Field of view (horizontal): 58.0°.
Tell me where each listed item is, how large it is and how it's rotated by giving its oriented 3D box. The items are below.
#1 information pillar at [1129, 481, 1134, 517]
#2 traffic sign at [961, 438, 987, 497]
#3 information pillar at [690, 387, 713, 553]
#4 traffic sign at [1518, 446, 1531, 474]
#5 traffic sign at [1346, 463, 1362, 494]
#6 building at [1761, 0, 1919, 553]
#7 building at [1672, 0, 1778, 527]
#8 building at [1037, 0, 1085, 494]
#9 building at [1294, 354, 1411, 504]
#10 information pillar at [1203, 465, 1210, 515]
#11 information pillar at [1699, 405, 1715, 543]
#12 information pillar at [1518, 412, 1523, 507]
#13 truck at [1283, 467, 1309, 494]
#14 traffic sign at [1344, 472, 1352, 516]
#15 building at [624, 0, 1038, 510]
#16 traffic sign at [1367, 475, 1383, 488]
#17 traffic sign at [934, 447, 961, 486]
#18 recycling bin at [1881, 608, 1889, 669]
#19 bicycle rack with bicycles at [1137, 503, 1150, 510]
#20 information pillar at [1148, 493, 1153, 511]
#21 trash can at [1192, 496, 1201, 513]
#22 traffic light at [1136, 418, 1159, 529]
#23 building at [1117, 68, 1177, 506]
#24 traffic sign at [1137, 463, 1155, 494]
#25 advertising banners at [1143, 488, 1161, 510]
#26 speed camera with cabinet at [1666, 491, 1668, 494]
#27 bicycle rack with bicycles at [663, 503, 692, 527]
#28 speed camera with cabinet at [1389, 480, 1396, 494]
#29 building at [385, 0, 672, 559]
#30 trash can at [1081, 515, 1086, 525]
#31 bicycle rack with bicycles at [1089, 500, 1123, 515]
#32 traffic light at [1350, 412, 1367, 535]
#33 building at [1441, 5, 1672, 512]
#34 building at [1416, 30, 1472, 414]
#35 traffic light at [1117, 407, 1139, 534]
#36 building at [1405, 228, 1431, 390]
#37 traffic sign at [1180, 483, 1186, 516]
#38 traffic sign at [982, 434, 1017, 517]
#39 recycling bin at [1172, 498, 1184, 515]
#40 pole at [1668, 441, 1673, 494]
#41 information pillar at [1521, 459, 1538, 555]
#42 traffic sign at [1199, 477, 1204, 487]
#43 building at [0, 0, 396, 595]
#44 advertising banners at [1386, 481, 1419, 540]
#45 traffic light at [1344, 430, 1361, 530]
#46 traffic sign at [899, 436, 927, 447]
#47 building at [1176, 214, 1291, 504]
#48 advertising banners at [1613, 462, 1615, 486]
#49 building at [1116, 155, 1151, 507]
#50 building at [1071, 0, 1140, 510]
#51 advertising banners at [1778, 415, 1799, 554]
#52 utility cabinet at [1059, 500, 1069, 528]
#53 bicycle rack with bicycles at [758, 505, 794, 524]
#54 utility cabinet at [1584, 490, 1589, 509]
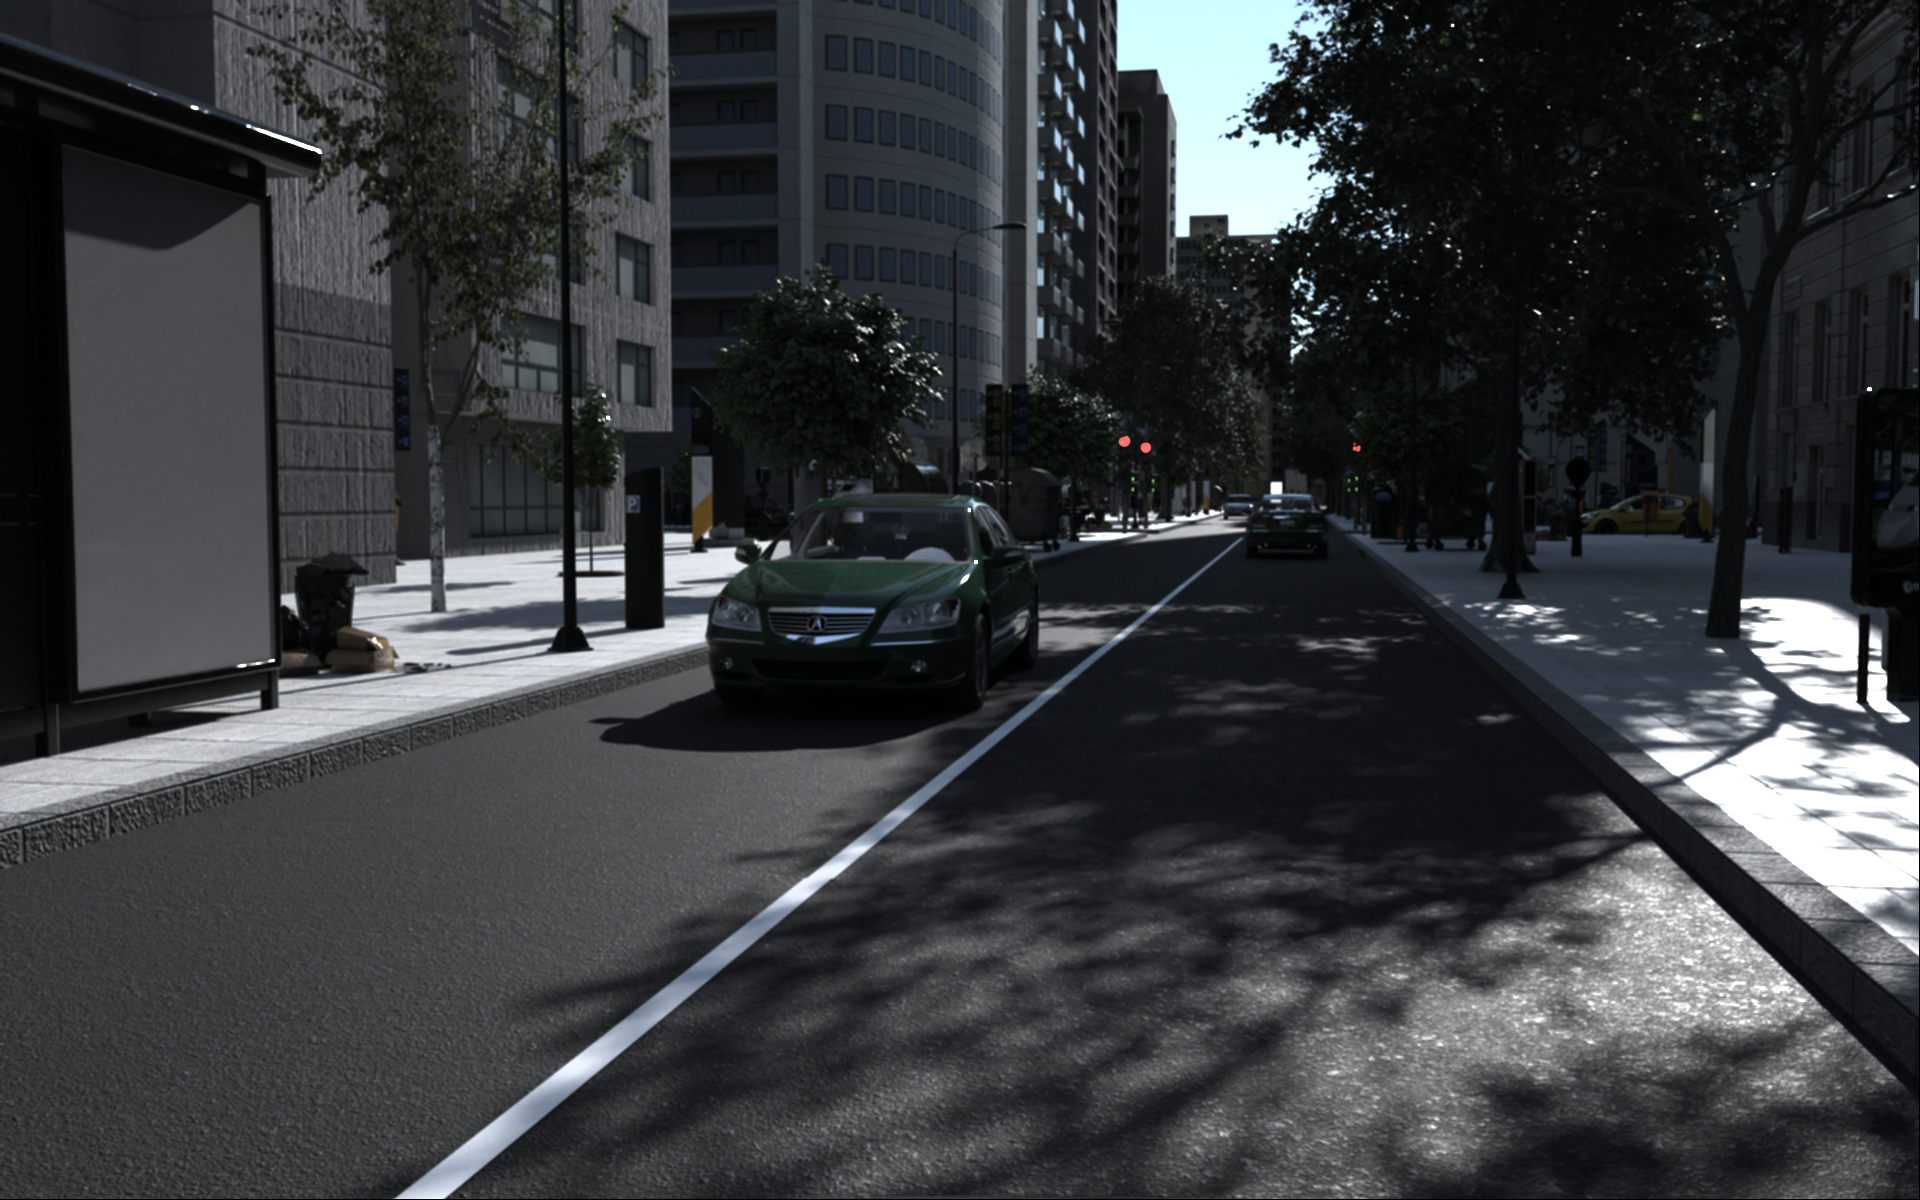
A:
[{"bbox_3d":[9.585,-5.655,96.951,0.304,2.012,0.304,-1,4,-19],"label":"information pillar"},{"bbox_3d":[0.323,-2.416,39.615,0.768,2.556,0.104,1,4,19],"label":"traffic sign"},{"bbox_3d":[-5.665,-2.850,37.948,0.504,3.616,0.183,1,4,23],"label":"information pillar"},{"bbox_3d":[12.838,-2.377,40.053,0.795,2.450,0.064,1,4,19],"label":"traffic sign"},{"bbox_3d":[15.750,-4.215,69.018,0.768,2.556,0.104,1,4,14],"label":"traffic sign"},{"bbox_3d":[23.685,-14.261,30.429,12.463,27.353,25.104,1,4,11],"label":"building"},{"bbox_3d":[42.900,-27.525,73.730,21.600,48.544,21.300,1,4,11],"label":"building"},{"bbox_3d":[-3.122,-30.876,124.437,23.786,49.044,30.456,1,4,11],"label":"building"},{"bbox_3d":[60.382,-23.997,237.384,28.899,21.520,27.650,1,4,11],"label":"building"},{"bbox_3d":[15.082,-7.005,105.889,0.504,3.616,0.183,-3,5,-42],"label":"information pillar"},{"bbox_3d":[19.694,-3.321,45.646,0.504,3.616,0.183,-2,4,-33],"label":"information pillar"},{"bbox_3d":[13.333,-3.083,41.765,0.504,3.616,0.183,-2,4,-27],"label":"information pillar"},{"bbox_3d":[35.767,-11.957,184.417,2.839,4.237,11.283,1,4,11],"label":"truck"},{"bbox_3d":[20.495,-5.547,90.796,0.768,2.556,0.104,1,4,16],"label":"traffic sign"},{"bbox_3d":[-8.523,-33.348,87.234,21.231,58.520,28.212,1,4,11],"label":"building"},{"bbox_3d":[15.423,-3.926,64.196,0.884,2.594,0.081,1,4,15],"label":"traffic sign"},{"bbox_3d":[-0.276,-2.156,37.376,0.606,2.300,0.079,1,4,19],"label":"traffic sign"},{"bbox_3d":[7.237,-0.001,12.576,0.722,1.027,0.722,-2,4,-30],"label":"recycling bin"},{"bbox_3d":[12.556,-6.876,125.800,2.925,0.926,2.852,-2,4,-26],"label":"bicycle rack with bicycles"},{"bbox_3d":[14.027,-8.353,127.931,0.504,3.616,0.183,1,4,13],"label":"information pillar"},{"bbox_3d":[15.885,-6.426,116.718,0.748,1.137,0.748,0,3,0],"label":"trash can"},{"bbox_3d":[6.872,-4.576,63.740,0.839,4.253,0.868,1,4,11],"label":"traffic light"},{"bbox_3d":[13.248,-35.064,196.989,21.600,48.544,21.300,1,4,11],"label":"building"},{"bbox_3d":[7.227,-4.129,67.608,0.768,2.556,0.104,1,4,15],"label":"traffic sign"},{"bbox_3d":[15.344,-8.626,137.229,2.074,3.025,0.090,-1,4,-23],"label":"advertising banners"},{"bbox_3d":[43.368,-6.719,104.197,2.038,3.252,0.660,0,4,7],"label":"speed camera with cabinet"},{"bbox_3d":[-11.885,-3.402,69.002,2.852,0.926,2.925,0,4,1],"label":"bicycle rack with bicycles"},{"bbox_3d":[18.250,-4.826,73.246,0.660,3.252,2.038,0,4,4],"label":"speed camera with cabinet"},{"bbox_3d":[-14.924,-21.832,40.549,14.086,41.232,14.154,1,4,11],"label":"building"},{"bbox_3d":[4.722,-3.517,69.159,0.748,1.137,0.748,0,3,0],"label":"trash can"},{"bbox_3d":[7.699,-5.556,104.217,2.852,0.926,2.925,-2,4,-24],"label":"bicycle rack with bicycles"},{"bbox_3d":[12.726,-4.010,54.489,0.839,4.253,0.868,1,4,11],"label":"traffic light"},{"bbox_3d":[47.828,-32.317,117.625,28.713,52.752,27.495,1,4,11],"label":"building"},{"bbox_3d":[52.391,-30.518,153.595,22.147,44.769,28.867,1,4,11],"label":"building"},{"bbox_3d":[5.349,-4.097,55.901,0.839,4.253,0.868,1,4,11],"label":"traffic light"},{"bbox_3d":[58.599,-34.423,182.420,23.786,49.044,30.456,1,4,11],"label":"building"},{"bbox_3d":[13.096,-6.272,102.647,0.768,2.556,0.104,1,4,21],"label":"traffic sign"},{"bbox_3d":[0.823,-2.214,36.298,0.768,2.556,0.104,1,4,17],"label":"traffic sign"},{"bbox_3d":[13.611,-5.825,107.791,0.722,1.027,0.722,-2,4,-29],"label":"recycling bin"},{"bbox_3d":[27.372,-4.460,66.769,0.158,3.312,0.155,0,3,0],"label":"pole"},{"bbox_3d":[12.076,-1.975,36.781,0.304,2.012,0.304,1,4,12],"label":"information pillar"},{"bbox_3d":[17.833,-7.727,126.438,0.768,2.556,0.104,1,4,17],"label":"traffic sign"},{"bbox_3d":[-21.075,-28.710,11.414,21.231,58.520,28.212,1,4,11],"label":"building"},{"bbox_3d":[12.281,-3.189,48.329,0.090,3.025,2.074,3,5,42],"label":"advertising banners"},{"bbox_3d":[14.249,-4.490,62.328,0.839,4.253,0.868,1,4,11],"label":"traffic light"},{"bbox_3d":[-1.081,-2.330,38.198,0.768,2.556,0.104,1,4,15],"label":"traffic sign"},{"bbox_3d":[34.819,-33.762,243.895,23.993,40.220,32.217,1,4,11],"label":"building"},{"bbox_3d":[36.374,-6.102,95.958,0.090,3.025,2.074,2,4,31],"label":"advertising banners"},{"bbox_3d":[2.870,-29.478,173.841,32.217,40.220,23.993,1,4,11],"label":"building"},{"bbox_3d":[5.134,-43.519,149.782,20.563,71.187,20.611,1,4,11],"label":"building"},{"bbox_3d":[18.114,-2.546,37.818,0.090,3.025,2.074,2,4,34],"label":"advertising banners"},{"bbox_3d":[3.734,-3.321,65.457,1.020,1.237,0.306,1,4,13],"label":"utility cabinet"},{"bbox_3d":[-4.866,-2.679,57.189,2.925,0.926,2.852,3,5,42],"label":"bicycle rack with bicycles"},{"bbox_3d":[36.674,-5.689,101.692,0.318,1.500,1.173,1,4,11],"label":"utility cabinet"}]
